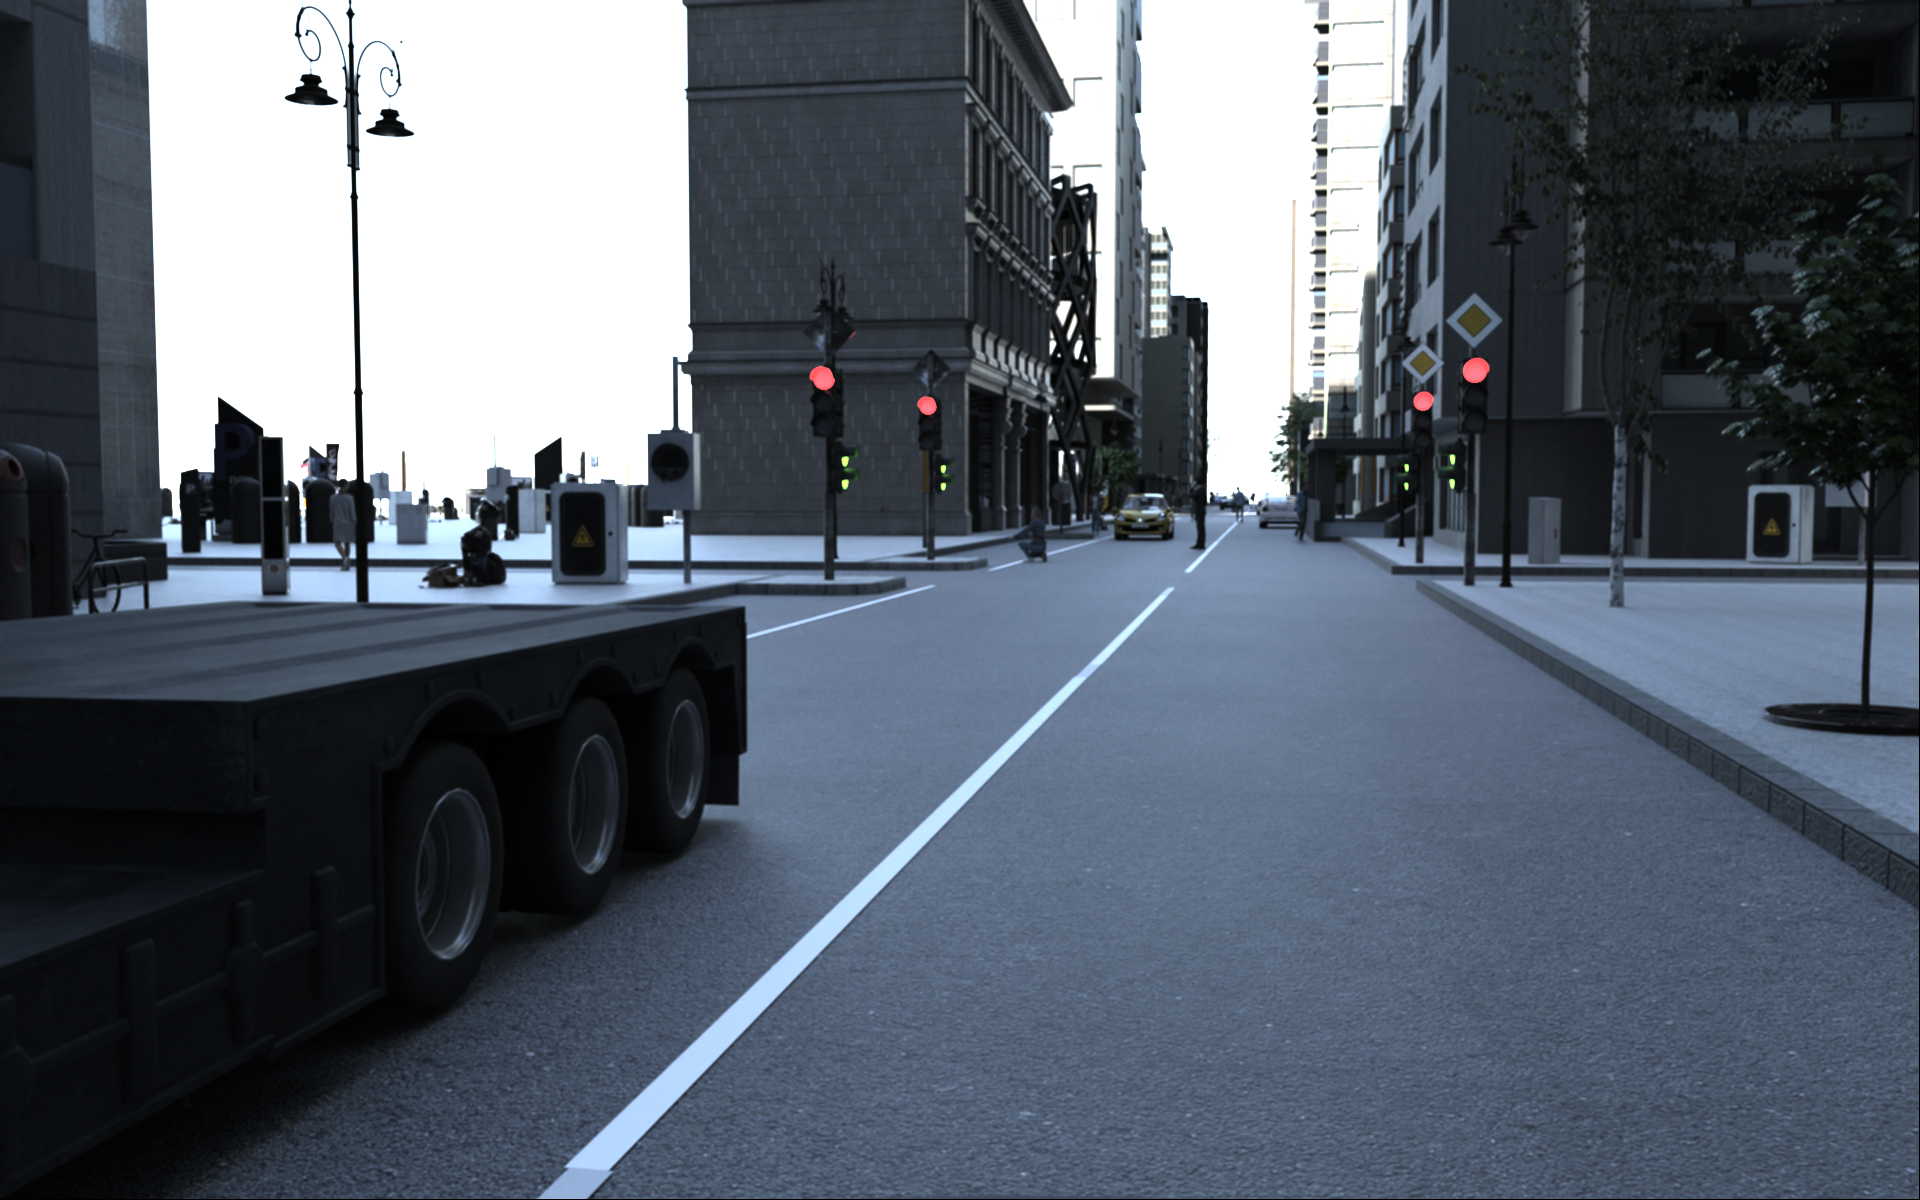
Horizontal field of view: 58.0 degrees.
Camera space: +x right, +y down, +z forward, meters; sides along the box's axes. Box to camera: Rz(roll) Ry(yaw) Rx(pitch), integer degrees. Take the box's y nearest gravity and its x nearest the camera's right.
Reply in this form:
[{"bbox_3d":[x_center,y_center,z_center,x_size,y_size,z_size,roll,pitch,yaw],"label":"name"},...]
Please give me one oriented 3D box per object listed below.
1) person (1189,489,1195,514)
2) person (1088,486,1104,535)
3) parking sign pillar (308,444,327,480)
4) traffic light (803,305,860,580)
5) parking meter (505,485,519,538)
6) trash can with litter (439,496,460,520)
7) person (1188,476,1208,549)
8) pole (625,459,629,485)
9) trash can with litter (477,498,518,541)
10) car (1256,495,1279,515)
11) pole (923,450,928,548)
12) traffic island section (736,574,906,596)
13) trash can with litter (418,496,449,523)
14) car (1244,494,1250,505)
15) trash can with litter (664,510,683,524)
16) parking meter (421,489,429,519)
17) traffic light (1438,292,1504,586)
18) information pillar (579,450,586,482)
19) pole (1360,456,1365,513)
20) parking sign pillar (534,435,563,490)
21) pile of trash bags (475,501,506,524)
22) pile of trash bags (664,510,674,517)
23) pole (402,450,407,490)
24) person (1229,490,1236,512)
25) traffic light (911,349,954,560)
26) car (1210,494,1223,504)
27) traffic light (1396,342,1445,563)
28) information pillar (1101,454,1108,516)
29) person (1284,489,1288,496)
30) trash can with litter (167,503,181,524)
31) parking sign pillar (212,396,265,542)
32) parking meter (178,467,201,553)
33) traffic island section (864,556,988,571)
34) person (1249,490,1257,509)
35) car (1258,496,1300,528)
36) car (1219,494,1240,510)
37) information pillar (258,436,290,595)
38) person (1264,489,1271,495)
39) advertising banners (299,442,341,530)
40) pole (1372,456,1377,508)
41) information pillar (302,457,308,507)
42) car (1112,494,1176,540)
[{"bbox_3d":[16.682,-7.019,123.397,0.705,1.807,1.348,2,4,29],"label":"person"},{"bbox_3d":[4.781,-3.144,60.735,0.563,1.720,0.643,1,4,20],"label":"person"},{"bbox_3d":[-34.612,-6.446,93.868,1.447,3.967,1.447,2,4,34],"label":"parking sign pillar"},{"bbox_3d":[-1.939,-2.256,25.800,0.839,4.253,0.868,1,4,10],"label":"traffic light"},{"bbox_3d":[-13.043,-2.570,50.434,0.372,1.533,0.369,0,3,0],"label":"parking meter"},{"bbox_3d":[-25.269,-4.555,85.855,0.624,1.170,1.055,1,4,15],"label":"trash can with litter"},{"bbox_3d":[6.177,-2.276,45.070,0.474,1.900,0.648,1,4,17],"label":"person"},{"bbox_3d":[-19.459,-6.573,101.315,0.158,3.312,0.155,0,3,0],"label":"pole"},{"bbox_3d":[-12.816,-2.239,48.001,1.055,1.170,0.624,-2,4,-23],"label":"trash can with litter"},{"bbox_3d":[21.435,-6.546,119.381,2.083,1.381,4.827,1,4,12],"label":"car"},{"bbox_3d":[-0.788,-2.903,41.308,0.158,3.312,0.155,0,3,0],"label":"pole"},{"bbox_3d":[-1.977,-0.224,25.942,2.009,0.180,2.903,1,4,10],"label":"traffic island section"},{"bbox_3d":[-24.101,-4.118,78.393,2.233,1.210,1.678,2,4,26],"label":"trash can with litter"},{"bbox_3d":[36.131,-12.930,221.184,2.009,1.686,4.222,1,4,11],"label":"car"},{"bbox_3d":[-12.123,-3.821,73.525,2.233,1.210,1.678,1,4,15],"label":"trash can with litter"},{"bbox_3d":[-27.910,-5.016,90.418,0.372,1.533,0.369,0,3,0],"label":"parking meter"},{"bbox_3d":[7.135,-2.159,24.223,0.839,4.253,0.868,1,4,10],"label":"traffic light"},{"bbox_3d":[-19.776,-6.088,90.887,0.183,3.616,0.504,2,4,25],"label":"information pillar"},{"bbox_3d":[21.489,-6.033,92.482,0.158,3.312,0.155,0,3,0],"label":"pole"},{"bbox_3d":[-18.719,-5.527,78.832,1.447,3.967,1.447,-1,4,-9],"label":"parking sign pillar"},{"bbox_3d":[-19.441,-4.056,76.072,3.447,1.369,1.912,-3,5,-43],"label":"pile of trash bags"},{"bbox_3d":[-14.865,-5.308,96.533,3.447,1.369,1.912,2,4,27],"label":"pile of trash bags"},{"bbox_3d":[-25.645,-5.267,79.951,0.158,3.312,0.155,0,3,0],"label":"pole"},{"bbox_3d":[21.648,-7.787,136.534,1.217,1.743,0.721,-2,4,-35],"label":"person"},{"bbox_3d":[-0.554,-2.737,33.665,0.839,4.253,0.868,1,4,10],"label":"traffic light"},{"bbox_3d":[34.045,-13.434,229.236,1.945,1.707,3.694,1,4,12],"label":"car"},{"bbox_3d":[8.521,-2.640,32.088,0.839,4.253,0.868,1,4,10],"label":"traffic light"},{"bbox_3d":[8.534,-6.792,102.406,0.504,3.616,0.183,-2,4,-28],"label":"information pillar"},{"bbox_3d":[23.899,-7.216,126.619,0.705,1.807,1.348,1,4,22],"label":"person"},{"bbox_3d":[-33.134,-3.811,73.703,0.624,1.170,1.055,3,4,36],"label":"trash can with litter"},{"bbox_3d":[-19.709,-3.602,47.366,1.447,3.967,1.447,0,4,8],"label":"parking sign pillar"},{"bbox_3d":[-16.905,-1.974,37.992,0.399,1.863,0.255,-2,4,-32],"label":"parking meter"},{"bbox_3d":[-0.592,-0.705,33.806,2.009,0.180,2.903,1,4,10],"label":"traffic island section"},{"bbox_3d":[28.522,-9.802,168.629,0.709,1.838,0.599,-1,4,-11],"label":"person"},{"bbox_3d":[13.803,-3.781,74.188,2.083,1.381,4.827,1,4,11],"label":"car"},{"bbox_3d":[24.828,-9.135,159.146,2.009,1.686,4.222,1,4,12],"label":"car"},{"bbox_3d":[-8.740,-1.076,22.081,0.304,2.012,0.304,-1,4,-14],"label":"information pillar"},{"bbox_3d":[25.079,-8.112,141.217,1.350,1.814,0.705,2,4,24],"label":"person"},{"bbox_3d":[-22.010,-3.827,58.754,2.074,3.025,0.090,0,4,1],"label":"advertising banners"},{"bbox_3d":[18.725,-5.165,78.290,0.158,3.312,0.155,0,3,0],"label":"pole"},{"bbox_3d":[-38.696,-6.805,102.617,0.504,3.616,0.183,-1,4,-14],"label":"information pillar"},{"bbox_3d":[5.889,-2.750,55.184,2.015,1.641,3.980,1,4,10],"label":"car"}]
